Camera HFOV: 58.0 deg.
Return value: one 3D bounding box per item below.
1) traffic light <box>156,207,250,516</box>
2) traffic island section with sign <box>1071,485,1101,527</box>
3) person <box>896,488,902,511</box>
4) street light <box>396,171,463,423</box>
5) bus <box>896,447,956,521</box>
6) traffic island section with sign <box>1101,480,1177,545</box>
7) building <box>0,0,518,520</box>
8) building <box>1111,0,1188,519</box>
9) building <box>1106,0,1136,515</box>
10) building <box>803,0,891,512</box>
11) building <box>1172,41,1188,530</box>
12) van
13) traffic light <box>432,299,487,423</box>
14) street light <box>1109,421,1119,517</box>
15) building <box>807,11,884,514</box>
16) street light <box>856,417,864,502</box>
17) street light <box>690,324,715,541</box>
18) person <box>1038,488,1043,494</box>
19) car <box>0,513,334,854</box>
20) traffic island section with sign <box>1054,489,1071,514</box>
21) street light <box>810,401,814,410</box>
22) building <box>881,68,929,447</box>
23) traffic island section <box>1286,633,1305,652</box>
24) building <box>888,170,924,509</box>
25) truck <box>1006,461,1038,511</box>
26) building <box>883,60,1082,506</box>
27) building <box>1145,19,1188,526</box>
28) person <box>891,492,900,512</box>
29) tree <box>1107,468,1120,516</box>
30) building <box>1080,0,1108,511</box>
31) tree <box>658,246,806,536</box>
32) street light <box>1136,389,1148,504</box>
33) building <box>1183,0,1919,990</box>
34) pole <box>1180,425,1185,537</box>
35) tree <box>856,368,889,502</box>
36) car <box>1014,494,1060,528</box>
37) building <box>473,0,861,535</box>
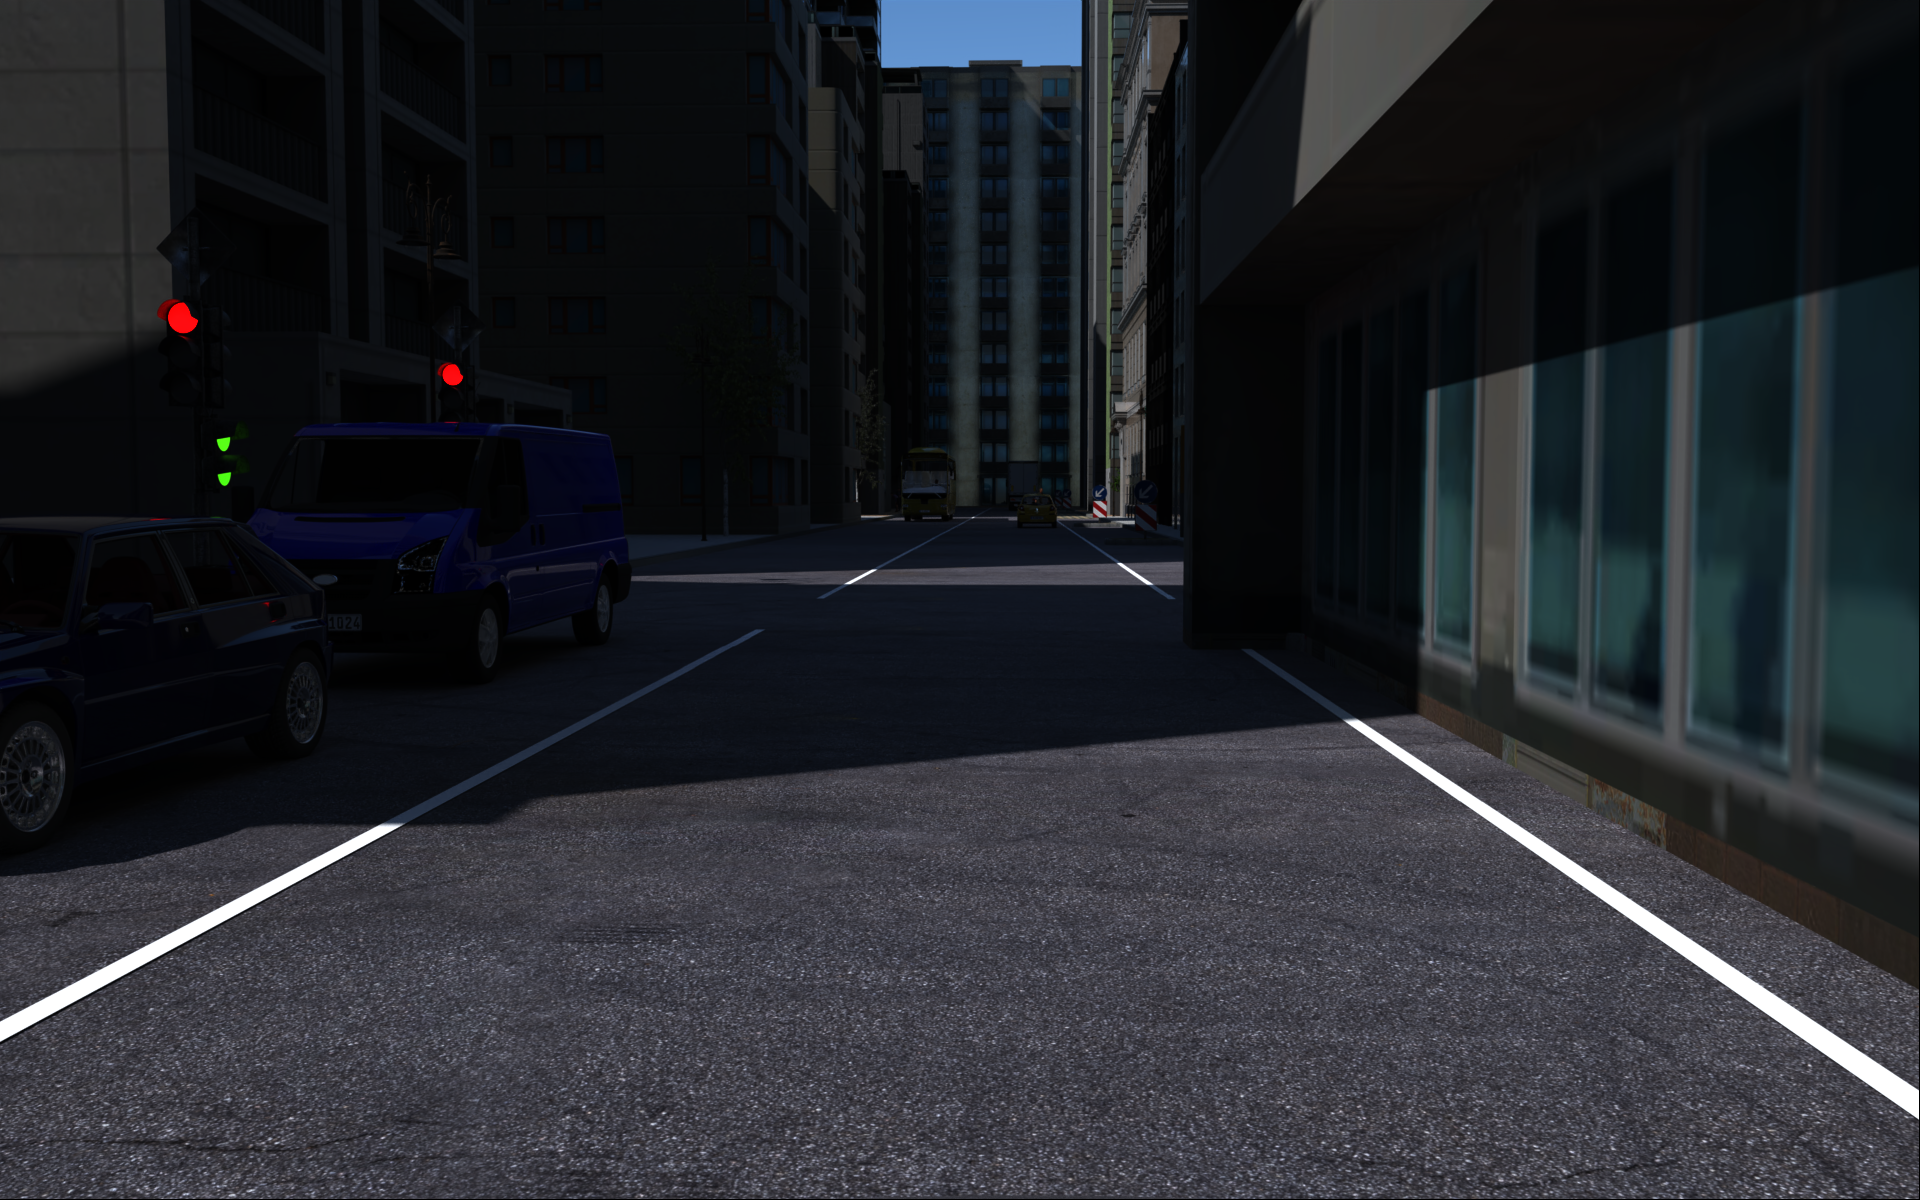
[{"bbox_3d":[-7.466,-1.718,17.009,0.839,4.253,0.868,0,4,2],"label":"traffic light"},{"bbox_3d":[6.011,-4.138,76.278,1.989,1.847,2.006,0,4,2],"label":"traffic island section with sign"},{"bbox_3d":[-4.483,-7.535,129.687,0.683,1.767,0.568,0,4,4],"label":"person"},{"bbox_3d":[-7.687,-3.209,25.250,0.468,5.910,1.993,0,4,2],"label":"street light"},{"bbox_3d":[-1.656,-6.292,94.428,2.896,3.916,12.252,0,4,2],"label":"bus"},{"bbox_3d":[5.125,-2.489,49.324,1.989,1.847,2.006,0,4,2],"label":"traffic island section with sign"},{"bbox_3d":[-19.495,-36.480,34.696,20.563,71.187,20.611,0,4,2],"label":"building"},{"bbox_3d":[15.138,-18.538,89.006,13.634,28.700,20.117,0,4,2],"label":"building"},{"bbox_3d":[16.408,-26.153,111.194,14.154,41.232,14.086,0,4,2],"label":"building"},{"bbox_3d":[-16.036,-49.963,129.571,22.319,86.520,31.000,0,4,2],"label":"building"},{"bbox_3d":[12.719,-12.222,54.580,10.420,20.320,16.860,0,4,2],"label":"building"},{"bbox_3d":[-4.388,-0.642,14.875,2.240,2.365,5.245,0,4,3],"label":"van"},{"bbox_3d":[-7.200,-2.206,24.990,0.839,4.253,0.868,0,4,2],"label":"traffic light"},{"bbox_3d":[8.793,-7.715,98.925,0.468,5.910,1.993,0,4,2],"label":"street light"},{"bbox_3d":[-12.287,-20.566,107.954,14.160,30.474,14.107,0,4,2],"label":"building"},{"bbox_3d":[-5.354,-7.268,91.615,0.468,5.910,1.993,0,4,2],"label":"street light"},{"bbox_3d":[-7.001,-4.553,47.223,0.468,5.910,1.993,0,4,2],"label":"street light"},{"bbox_3d":[5.131,-6.147,109.141,0.705,1.807,1.348,3,5,42],"label":"person"},{"bbox_3d":[-4.483,0.270,8.161,1.945,1.354,3.894,0,4,4],"label":"car"},{"bbox_3d":[7.698,-7.220,126.682,1.989,1.847,2.006,0,4,2],"label":"traffic island section with sign"},{"bbox_3d":[-6.149,-5.916,69.520,0.468,5.910,1.993,0,4,2],"label":"street light"},{"bbox_3d":[-10.132,-29.711,169.371,14.086,41.232,14.154,0,4,2],"label":"building"},{"bbox_3d":[4.029,0.338,16.758,2.009,0.180,2.903,0,4,2],"label":"traffic island section"},{"bbox_3d":[-10.636,-23.391,154.140,14.160,30.474,14.107,0,4,2],"label":"building"},{"bbox_3d":[5.438,-9.915,151.031,2.839,4.237,11.283,0,4,1],"label":"truck"},{"bbox_3d":[3.899,-35.140,194.142,30.456,49.044,23.786,0,4,2],"label":"building"},{"bbox_3d":[14.441,-14.774,71.240,12.332,23.373,15.834,0,4,2],"label":"building"},{"bbox_3d":[-4.604,-6.958,123.045,0.697,1.427,0.421,-2,4,-27],"label":"person"},{"bbox_3d":[9.714,-6.545,101.615,1.663,3.219,1.824,0,3,0],"label":"tree"},{"bbox_3d":[21.700,-37.808,160.159,21.231,58.520,28.212,0,4,2],"label":"building"},{"bbox_3d":[-6.859,-6.236,52.313,4.737,8.622,4.395,0,3,0],"label":"tree"},{"bbox_3d":[7.942,-6.315,76.037,0.468,5.910,1.993,0,4,2],"label":"street light"},{"bbox_3d":[12.461,-23.291,4.509,21.300,48.544,21.600,0,4,2],"label":"building"},{"bbox_3d":[6.633,-3.511,51.250,0.158,3.312,0.155,0,3,0],"label":"pole"},{"bbox_3d":[-5.732,-8.883,95.597,4.360,8.622,3.978,0,3,0],"label":"tree"},{"bbox_3d":[3.317,-3.929,74.460,2.015,1.641,3.980,0,4,3],"label":"car"},{"bbox_3d":[-19.069,-13.692,68.909,27.650,21.520,28.899,0,4,2],"label":"building"}]
